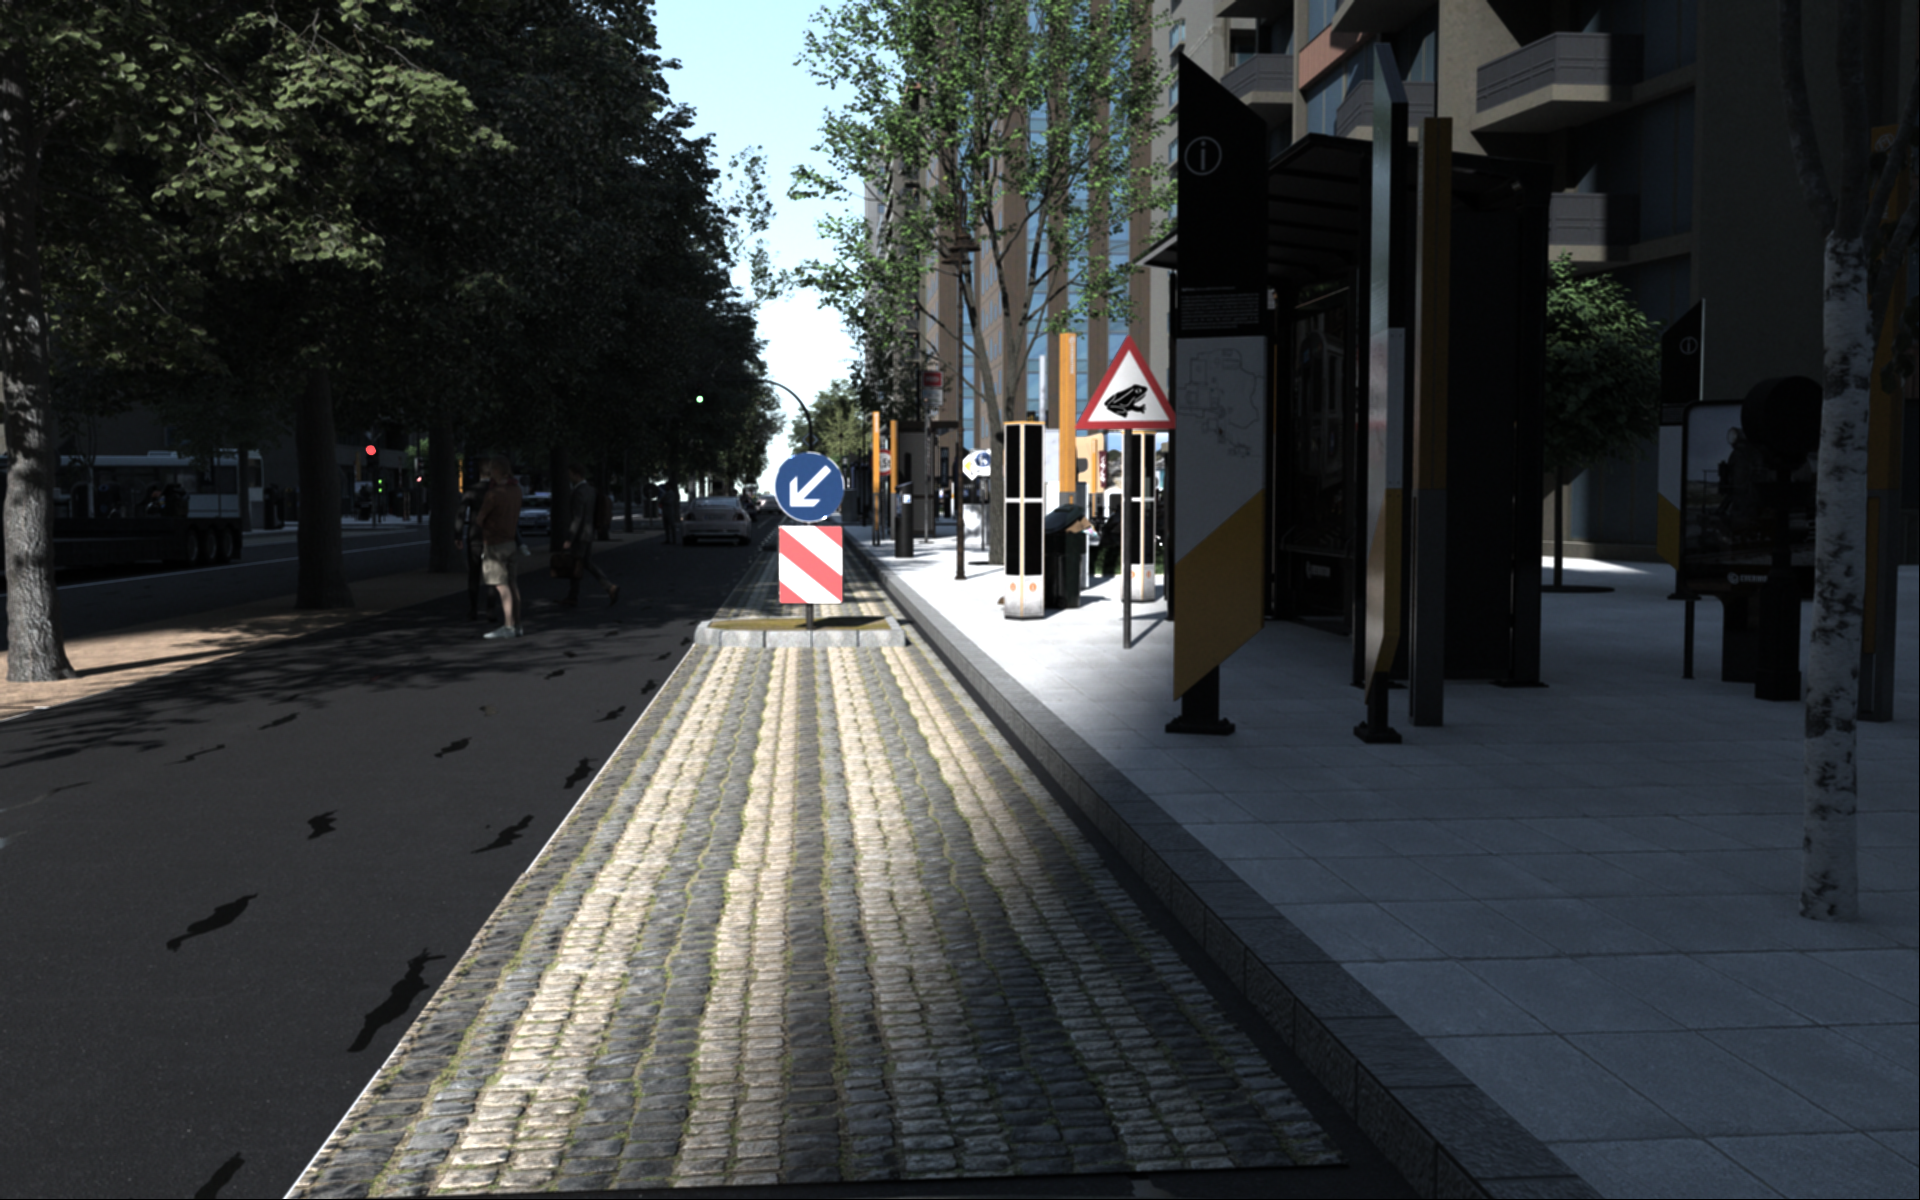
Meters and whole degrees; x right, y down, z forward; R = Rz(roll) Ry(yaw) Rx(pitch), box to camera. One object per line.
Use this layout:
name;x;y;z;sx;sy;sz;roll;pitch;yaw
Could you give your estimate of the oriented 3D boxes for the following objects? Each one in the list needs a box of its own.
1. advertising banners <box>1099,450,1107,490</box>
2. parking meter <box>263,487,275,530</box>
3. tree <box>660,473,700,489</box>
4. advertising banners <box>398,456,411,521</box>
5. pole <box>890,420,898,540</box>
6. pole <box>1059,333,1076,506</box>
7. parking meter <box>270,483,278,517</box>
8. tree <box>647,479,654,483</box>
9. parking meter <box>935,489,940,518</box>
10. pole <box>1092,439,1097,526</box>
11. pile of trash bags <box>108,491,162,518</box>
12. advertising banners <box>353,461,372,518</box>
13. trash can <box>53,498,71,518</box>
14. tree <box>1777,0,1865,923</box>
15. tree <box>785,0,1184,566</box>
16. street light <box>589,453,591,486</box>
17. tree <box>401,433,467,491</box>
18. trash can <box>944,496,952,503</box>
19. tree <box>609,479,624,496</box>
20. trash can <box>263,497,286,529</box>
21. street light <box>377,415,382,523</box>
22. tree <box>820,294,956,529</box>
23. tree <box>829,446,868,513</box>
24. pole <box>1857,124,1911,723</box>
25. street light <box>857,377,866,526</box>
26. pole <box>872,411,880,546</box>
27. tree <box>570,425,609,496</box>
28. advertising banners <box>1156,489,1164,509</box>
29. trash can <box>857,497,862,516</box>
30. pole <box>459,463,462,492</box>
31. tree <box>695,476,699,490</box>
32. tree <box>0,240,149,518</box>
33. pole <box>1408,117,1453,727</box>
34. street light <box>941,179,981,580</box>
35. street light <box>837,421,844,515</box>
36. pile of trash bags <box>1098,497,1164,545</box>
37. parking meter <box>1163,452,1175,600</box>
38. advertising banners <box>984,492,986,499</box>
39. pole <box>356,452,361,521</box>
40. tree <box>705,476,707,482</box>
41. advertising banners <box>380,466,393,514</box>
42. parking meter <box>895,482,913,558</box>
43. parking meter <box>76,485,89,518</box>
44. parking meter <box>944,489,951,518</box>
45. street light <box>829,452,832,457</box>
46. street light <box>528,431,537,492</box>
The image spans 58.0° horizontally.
advertising banners;6.170;-4.458;69.072;0.090;3.025;2.074;-2;4;-34
parking meter;-24.655;-3.264;61.780;0.372;1.533;0.369;0;3;0
tree;-43.710;-21.126;263.542;7.486;12.596;7.792;0;3;0
advertising banners;-26.203;-5.228;81.668;0.090;3.025;2.074;0;4;-4
pole;-1.820;-3.306;47.902;0.158;3.312;0.155;0;3;0
pole;1.368;-1.725;22.044;0.158;3.312;0.155;0;3;0
parking meter;-37.567;-5.459;94.970;0.399;1.863;0.255;-3;5;-43
tree;-38.164;-13.329;212.522;1.663;3.219;1.824;0;3;0
parking meter;-1.309;-5.290;94.902;0.372;1.533;0.369;0;3;0
pole;4.958;-4.282;63.860;0.158;3.312;0.155;0;3;0
pile of trash bags;-25.046;-2.663;53.296;1.912;1.369;3.447;-1;4;-10
advertising banners;-31.558;-5.826;91.436;0.090;3.025;2.074;0;4;5
trash can;-29.499;-2.758;56.744;0.748;1.137;0.748;0;3;0
tree;2.857;-3.336;4.907;4.360;8.622;3.978;0;3;0
tree;0.733;-6.453;31.260;9.928;11.665;9.643;0;3;0
street light;-32.472;-10.977;152.258;0.468;5.910;1.993;0;4;-5
tree;-26.839;-6.382;88.059;4.285;4.588;4.351;0;3;0
trash can;-0.941;-7.566;135.361;0.748;1.137;0.748;0;3;0
tree;-35.926;-11.476;182.230;1.663;3.219;1.824;0;3;0
trash can;-24.937;-3.145;63.072;0.748;1.137;0.748;0;3;0
street light;-25.687;-6.341;76.469;0.468;5.910;1.993;0;4;-5
tree;-2.593;-6.936;63.758;4.737;8.622;4.395;0;3;0
tree;-7.612;-8.322;119.777;4.285;4.588;4.351;0;3;0
pole;5.171;-0.971;9.717;0.158;3.312;0.155;0;3;0
street light;-3.803;-5.864;68.669;0.468;5.910;1.993;0;4;-5
pole;-2.076;-2.994;42.799;0.158;3.312;0.155;0;3;0
tree;-33.670;-15.188;165.338;9.611;12.733;9.660;0;3;0
advertising banners;5.657;-3.286;49.913;0.090;3.025;2.074;-1;4;-12
trash can;-5.137;-4.434;84.146;0.748;1.137;0.748;0;3;0
pole;-26.875;-6.080;93.243;0.158;3.312;0.155;0;3;0
tree;-46.266;-21.578;303.162;4.737;8.622;4.395;0;3;0
tree;-24.646;-5.995;48.377;4.360;8.622;3.978;0;3;0
pole;2.588;-0.959;9.530;0.158;3.312;0.155;0;3;0
street light;0.008;-3.245;25.838;0.468;5.910;1.993;0;4;-5
street light;-7.405;-8.260;107.842;0.468;5.910;1.993;0;4;-5
pile of trash bags;4.738;-2.009;42.593;1.912;1.369;3.447;2;4;26
parking meter;2.651;-0.923;20.799;0.255;1.863;0.399;-2;4;-35
advertising banners;2.819;-8.445;134.264;2.074;3.025;0.090;-1;4;-20
pole;-29.123;-5.509;83.921;0.158;3.312;0.155;0;3;0
tree;-45.667;-22.995;294.090;7.486;12.596;7.792;0;3;0
advertising banners;-35.793;-6.902;109.029;2.074;3.025;0.090;2;4;34
parking meter;-1.126;-1.623;34.944;0.372;1.533;0.369;0;3;0
parking meter;-24.867;-2.494;49.188;0.372;1.533;0.369;0;3;0
parking meter;-0.680;-5.177;93.058;0.372;1.533;0.369;0;3;0
street light;-11.232;-10.929;151.482;0.468;5.910;1.993;0;4;-5
street light;-29.484;-8.989;119.765;0.468;5.910;1.993;0;4;-5
